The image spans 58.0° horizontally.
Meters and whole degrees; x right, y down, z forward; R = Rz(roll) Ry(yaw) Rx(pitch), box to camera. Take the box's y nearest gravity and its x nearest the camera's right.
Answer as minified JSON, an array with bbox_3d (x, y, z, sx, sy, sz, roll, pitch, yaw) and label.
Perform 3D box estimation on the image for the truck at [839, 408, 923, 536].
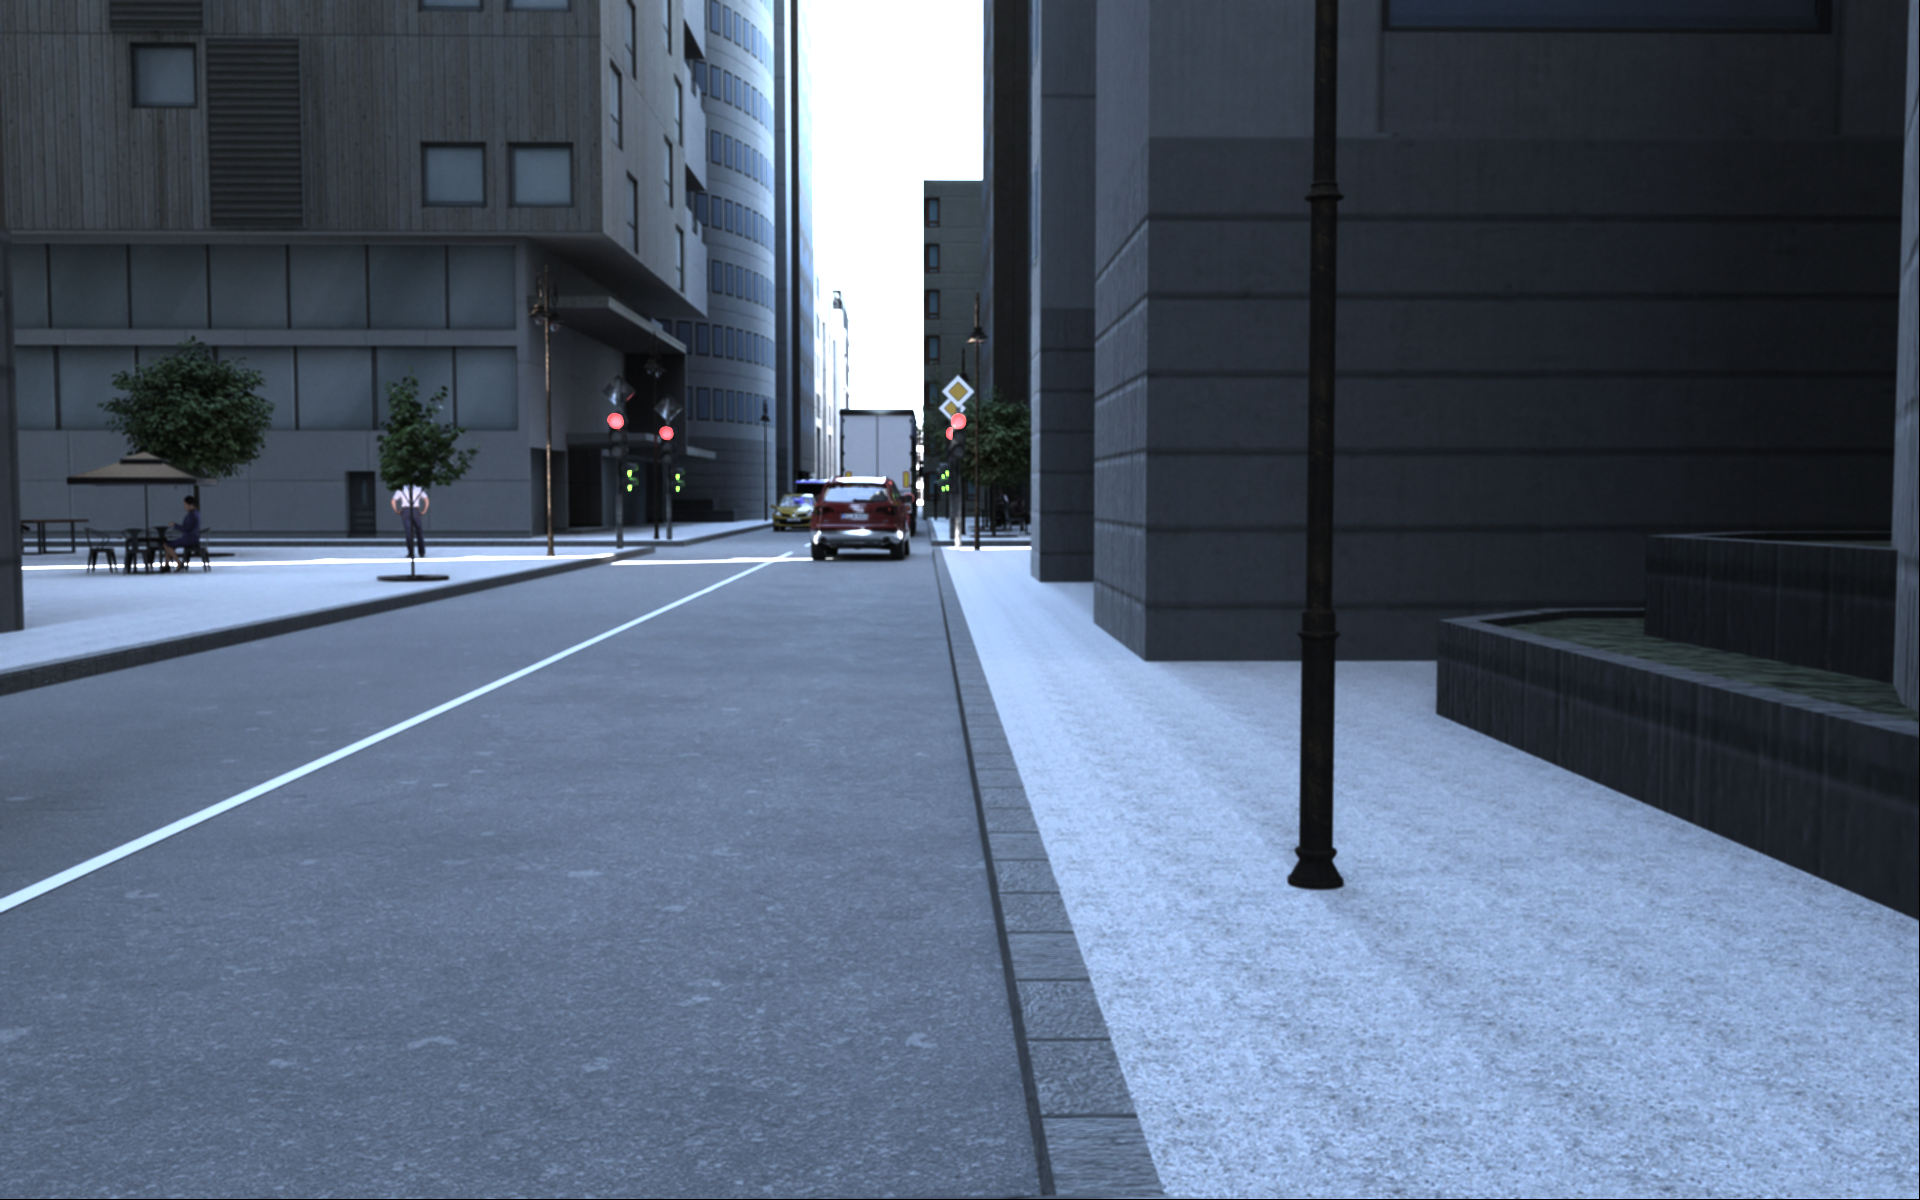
[{"bbox_3d":[-2.786,-4.490,62.326,2.839,4.237,11.283,0,4,-1],"label":"truck"}]

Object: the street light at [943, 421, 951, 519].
[{"bbox_3d":[-0.658,-7.101,88.885,0.468,5.910,1.993,0,4,-1],"label":"street light"}]

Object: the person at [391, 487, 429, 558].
[{"bbox_3d":[-11.111,-1.712,34.979,0.756,1.711,0.436,-2,4,-24],"label":"person"}]

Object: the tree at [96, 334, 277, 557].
[{"bbox_3d":[-15.878,-3.180,35.712,4.285,4.588,4.351,0,3,0],"label":"tree"}]

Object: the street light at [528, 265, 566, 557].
[{"bbox_3d":[-8.352,-3.816,35.180,0.468,5.910,1.993,0,4,-1],"label":"street light"}]

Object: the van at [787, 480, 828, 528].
[{"bbox_3d":[-6.114,-4.253,73.918,2.240,2.365,5.245,0,4,0],"label":"van"}]

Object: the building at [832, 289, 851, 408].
[{"bbox_3d":[-28.413,-20.945,186.429,32.646,21.610,27.936,0,4,-1],"label":"building"}]

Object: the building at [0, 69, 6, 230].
[{"bbox_3d":[-29.156,-23.378,32.340,14.200,45.320,14.600,0,4,-1],"label":"building"}]

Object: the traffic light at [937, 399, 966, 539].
[{"bbox_3d":[-0.234,-3.667,48.875,0.839,4.253,0.868,0,4,-1],"label":"traffic light"}]

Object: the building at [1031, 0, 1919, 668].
[{"bbox_3d":[11.606,-29.583,25.685,21.231,58.520,28.212,0,4,-1],"label":"building"}]

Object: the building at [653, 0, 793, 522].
[{"bbox_3d":[-20.221,-33.409,88.232,21.231,58.520,28.212,0,4,-1],"label":"building"}]

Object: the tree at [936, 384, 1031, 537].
[{"bbox_3d":[0.942,-4.167,51.848,4.285,4.588,4.351,0,3,0],"label":"tree"}]

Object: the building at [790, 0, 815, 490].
[{"bbox_3d":[-16.643,-28.121,109.884,14.600,45.320,14.200,0,4,-1],"label":"building"}]

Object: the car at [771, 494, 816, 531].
[{"bbox_3d":[-6.344,-3.523,67.827,2.015,1.641,3.980,0,4,0],"label":"car"}]

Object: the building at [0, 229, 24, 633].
[{"bbox_3d":[-18.936,-34.935,9.438,20.563,71.187,20.611,0,4,-1],"label":"building"}]

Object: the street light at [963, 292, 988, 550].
[{"bbox_3d":[0.395,-4.098,39.796,0.468,5.910,1.993,0,4,-1],"label":"street light"}]

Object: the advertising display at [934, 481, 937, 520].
[{"bbox_3d":[-1.186,-4.847,84.466,0.123,1.923,0.974,0,3,0],"label":"advertising display"}]

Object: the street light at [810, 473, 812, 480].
[{"bbox_3d":[-10.129,-8.866,117.748,0.468,5.910,1.993,0,4,-1],"label":"street light"}]

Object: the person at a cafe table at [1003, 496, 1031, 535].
[{"bbox_3d":[2.239,-2.686,54.779,1.726,1.238,1.698,-1,4,-14],"label":"person at a cafe table"}]

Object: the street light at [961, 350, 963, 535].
[{"bbox_3d":[0.106,-5.011,54.714,0.468,5.910,1.993,0,4,-1],"label":"street light"}]

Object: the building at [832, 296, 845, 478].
[{"bbox_3d":[-18.633,-18.627,160.968,16.016,20.091,11.380,0,4,-1],"label":"building"}]

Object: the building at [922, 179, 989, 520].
[{"bbox_3d":[11.452,-16.208,110.032,27.650,21.520,28.899,0,4,-1],"label":"building"}]

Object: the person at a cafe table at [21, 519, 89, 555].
[{"bbox_3d":[-20.087,-1.615,37.266,1.726,1.238,1.698,1,4,11],"label":"person at a cafe table"}]

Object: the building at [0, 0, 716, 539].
[{"bbox_3d":[-23.726,-28.813,60.339,28.713,52.752,27.495,0,4,-1],"label":"building"}]

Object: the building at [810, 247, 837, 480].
[{"bbox_3d":[-19.102,-16.706,139.598,16.747,18.905,31.486,0,4,-1],"label":"building"}]

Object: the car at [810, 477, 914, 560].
[{"bbox_3d":[-2.207,-1.870,39.241,2.281,1.827,5.304,0,4,1],"label":"car"}]

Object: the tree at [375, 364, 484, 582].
[{"bbox_3d":[-8.182,-1.901,25.679,1.663,3.219,1.824,0,3,0],"label":"tree"}]

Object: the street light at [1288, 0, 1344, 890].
[{"bbox_3d":[1.171,-2.002,5.525,0.468,5.910,1.993,0,4,-1],"label":"street light"}]

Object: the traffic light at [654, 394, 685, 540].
[{"bbox_3d":[-8.173,-3.656,48.688,0.839,4.253,0.868,0,4,-1],"label":"traffic light"}]

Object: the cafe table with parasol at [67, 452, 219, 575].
[{"bbox_3d":[-13.212,-1.423,28.131,2.610,1.966,2.610,3,5,43],"label":"cafe table with parasol"}]

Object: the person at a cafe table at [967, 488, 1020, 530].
[{"bbox_3d":[1.325,-3.328,62.924,1.698,1.524,1.622,1,4,18],"label":"person at a cafe table"}]

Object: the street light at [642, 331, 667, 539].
[{"bbox_3d":[-8.653,-4.675,49.231,0.468,5.910,1.993,0,4,-1],"label":"street light"}]

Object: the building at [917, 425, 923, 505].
[{"bbox_3d":[-16.512,-16.506,212.014,28.070,9.664,9.099,0,4,-1],"label":"building"}]

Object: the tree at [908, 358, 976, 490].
[{"bbox_3d":[-0.626,-8.722,92.973,4.737,8.622,4.395,0,3,0],"label":"tree"}]

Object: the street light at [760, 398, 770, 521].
[{"bbox_3d":[-9.359,-6.766,83.404,0.468,5.910,1.993,0,4,-1],"label":"street light"}]

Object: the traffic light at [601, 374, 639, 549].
[{"bbox_3d":[-8.000,-3.167,40.705,0.839,4.253,0.868,0,4,-1],"label":"traffic light"}]

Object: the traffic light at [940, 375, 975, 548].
[{"bbox_3d":[-0.061,-3.179,40.892,0.839,4.253,0.868,0,4,-1],"label":"traffic light"}]

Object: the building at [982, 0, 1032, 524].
[{"bbox_3d":[8.157,-26.277,79.734,14.600,45.320,14.200,0,4,-1],"label":"building"}]
